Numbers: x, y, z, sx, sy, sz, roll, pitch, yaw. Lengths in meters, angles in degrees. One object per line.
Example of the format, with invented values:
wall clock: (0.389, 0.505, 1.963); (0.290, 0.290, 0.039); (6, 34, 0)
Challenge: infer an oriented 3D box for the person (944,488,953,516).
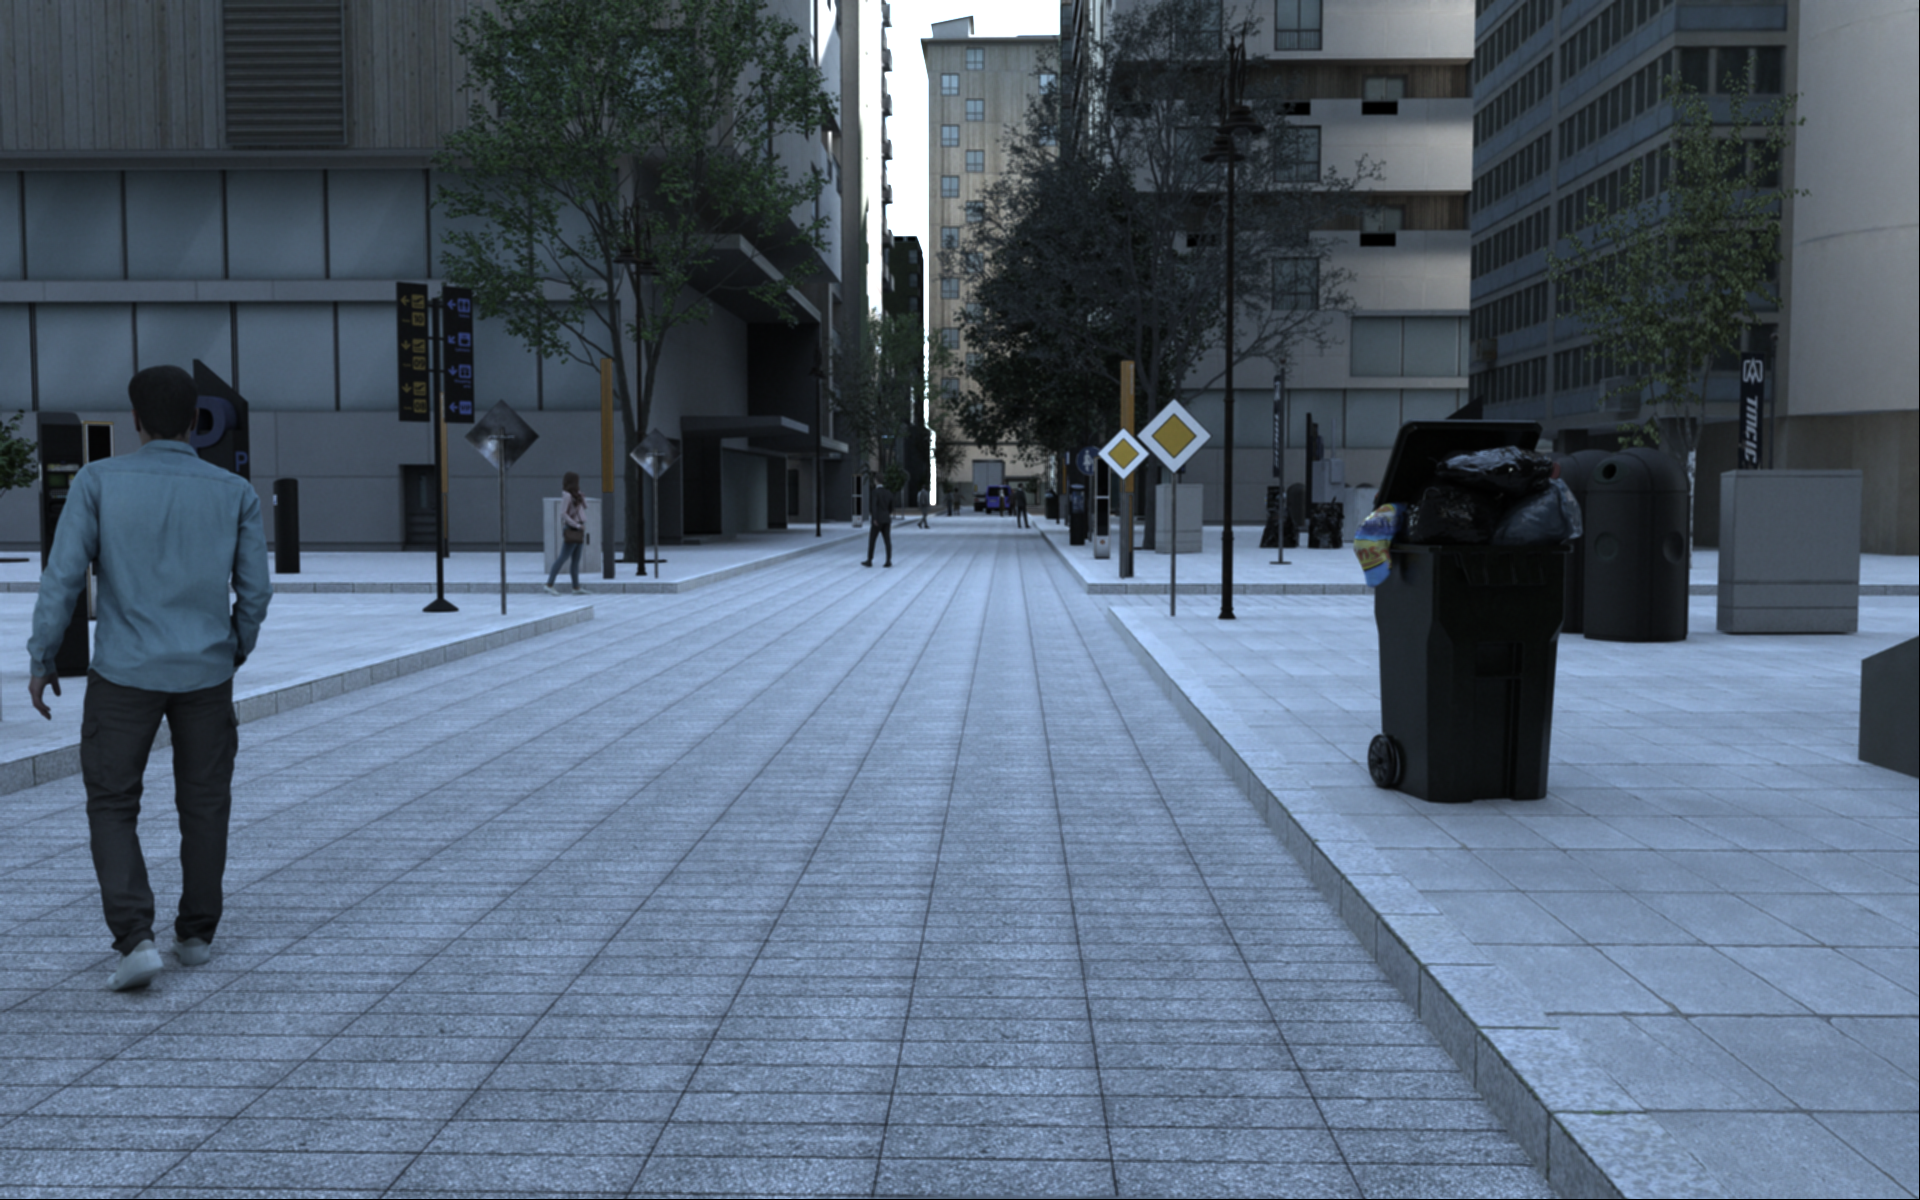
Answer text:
person: (-0.703, -6.378, 112.866); (0.705, 1.814, 1.350); (-1, 4, -23)

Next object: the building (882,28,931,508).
building: (-18.789, -52.020, 163.191); (31.000, 86.520, 22.319); (0, 4, 2)

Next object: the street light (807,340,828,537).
street light: (-4.270, -4.849, 52.064); (0.468, 5.910, 1.993); (0, 4, 2)

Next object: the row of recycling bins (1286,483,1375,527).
row of recycling bins: (14.154, -3.593, 65.853); (3.534, 1.692, 1.069); (-1, 4, -11)

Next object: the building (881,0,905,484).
building: (-16.620, -31.286, 131.127); (23.786, 49.044, 30.456); (0, 4, 2)

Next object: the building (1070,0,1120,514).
building: (18.633, -30.255, 118.379); (21.300, 48.544, 21.600); (0, 4, 2)

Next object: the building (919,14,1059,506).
building: (9.818, -37.346, 199.838); (27.495, 52.752, 28.713); (0, 4, 2)

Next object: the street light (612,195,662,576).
street light: (-5.030, -3.326, 27.161); (0.468, 5.910, 1.993); (0, 4, 2)

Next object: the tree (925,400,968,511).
tree: (-2.170, -10.861, 127.935); (4.360, 8.622, 3.978); (0, 3, 0)

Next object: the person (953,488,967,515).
person: (-0.218, -6.688, 117.852); (1.348, 1.824, 0.705); (1, 4, 18)

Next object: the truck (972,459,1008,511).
truck: (2.520, -9.596, 145.813); (2.839, 4.237, 11.283); (0, 4, 3)

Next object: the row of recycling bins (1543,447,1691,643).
row of recycling bins: (5.791, -0.583, 16.646); (1.069, 1.692, 3.534); (-1, 4, -10)

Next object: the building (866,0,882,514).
building: (-12.327, -28.034, 108.472); (14.600, 45.320, 14.200); (0, 4, 2)

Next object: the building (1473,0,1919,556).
building: (27.228, -21.484, 43.142); (23.993, 40.220, 32.217); (0, 4, 2)

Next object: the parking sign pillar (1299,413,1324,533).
parking sign pillar: (11.903, -4.261, 58.139); (1.447, 3.967, 1.447); (1, 4, 19)

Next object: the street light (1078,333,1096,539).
street light: (3.582, -4.664, 49.037); (0.468, 5.910, 1.993); (0, 4, 2)

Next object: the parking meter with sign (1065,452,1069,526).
parking meter with sign: (4.489, -4.519, 70.147); (0.543, 3.016, 1.738); (0, 4, 6)

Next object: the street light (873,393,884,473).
street light: (-3.585, -6.414, 77.658); (0.468, 5.910, 1.993); (0, 4, 2)

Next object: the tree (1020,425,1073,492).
tree: (5.617, -9.400, 104.048); (4.360, 8.622, 3.978); (0, 3, 0)

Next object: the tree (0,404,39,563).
tree: (-18.177, -2.327, 32.649); (1.663, 3.219, 1.824); (0, 3, 0)

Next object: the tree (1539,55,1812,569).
tree: (12.438, -4.854, 29.719); (4.737, 8.622, 4.395); (0, 3, 0)

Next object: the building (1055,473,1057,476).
building: (20.969, -32.995, 159.075); (23.786, 49.044, 30.456); (0, 4, 2)

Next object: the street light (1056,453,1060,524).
street light: (4.217, -6.214, 74.387); (0.468, 5.910, 1.993); (0, 4, 2)

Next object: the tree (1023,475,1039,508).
tree: (6.998, -10.391, 164.495); (1.663, 3.219, 1.824); (0, 3, 0)

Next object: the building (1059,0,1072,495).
building: (14.749, -27.724, 136.887); (14.154, 41.232, 14.086); (0, 4, 2)

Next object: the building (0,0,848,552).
building: (-17.840, -28.126, 49.099); (28.713, 52.752, 27.495); (0, 4, 2)

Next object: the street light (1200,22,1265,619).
street light: (2.745, -2.743, 17.636); (0.468, 5.910, 1.993); (0, 4, 2)

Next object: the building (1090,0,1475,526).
building: (20.131, -30.129, 81.852); (28.713, 52.752, 27.495); (0, 4, 2)

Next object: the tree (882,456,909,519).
tree: (-3.459, -5.699, 87.782); (1.663, 3.219, 1.824); (0, 3, 0)

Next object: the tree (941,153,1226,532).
tree: (4.119, -8.623, 57.989); (9.611, 12.733, 9.660); (0, 3, 0)

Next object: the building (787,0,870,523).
building: (-11.695, -24.124, 78.025); (14.154, 41.232, 14.086); (0, 4, 2)

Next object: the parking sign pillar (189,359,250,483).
parking sign pillar: (-14.723, -2.804, 34.324); (1.447, 3.967, 1.447); (2, 4, 24)

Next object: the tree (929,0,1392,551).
tree: (4.520, -7.900, 39.540); (12.009, 13.543, 11.850); (0, 3, 0)

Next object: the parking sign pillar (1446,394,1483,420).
parking sign pillar: (13.490, -3.583, 47.062); (1.447, 3.967, 1.447); (1, 4, 13)

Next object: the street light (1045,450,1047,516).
street light: (4.953, -7.747, 99.449); (0.468, 5.910, 1.993); (0, 4, 2)

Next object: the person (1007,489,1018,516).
person: (3.412, -6.315, 112.299); (0.990, 1.755, 0.434); (3, 5, 39)

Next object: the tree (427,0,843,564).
tree: (-6.042, -6.513, 32.243); (9.928, 11.665, 9.643); (0, 3, 0)

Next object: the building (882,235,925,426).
building: (-11.153, -25.879, 194.815); (14.107, 30.474, 14.160); (0, 4, 2)

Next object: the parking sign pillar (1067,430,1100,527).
parking sign pillar: (4.882, -4.809, 67.094); (1.447, 3.967, 1.447); (2, 4, 34)

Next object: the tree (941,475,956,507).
tree: (-1.351, -11.223, 178.094); (1.663, 3.219, 1.824); (0, 3, 0)

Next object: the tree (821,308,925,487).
tree: (-3.912, -7.281, 69.409); (4.360, 8.622, 3.978); (0, 3, 0)

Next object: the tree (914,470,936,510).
tree: (-2.877, -8.887, 139.906); (1.663, 3.219, 1.824); (0, 3, 0)
